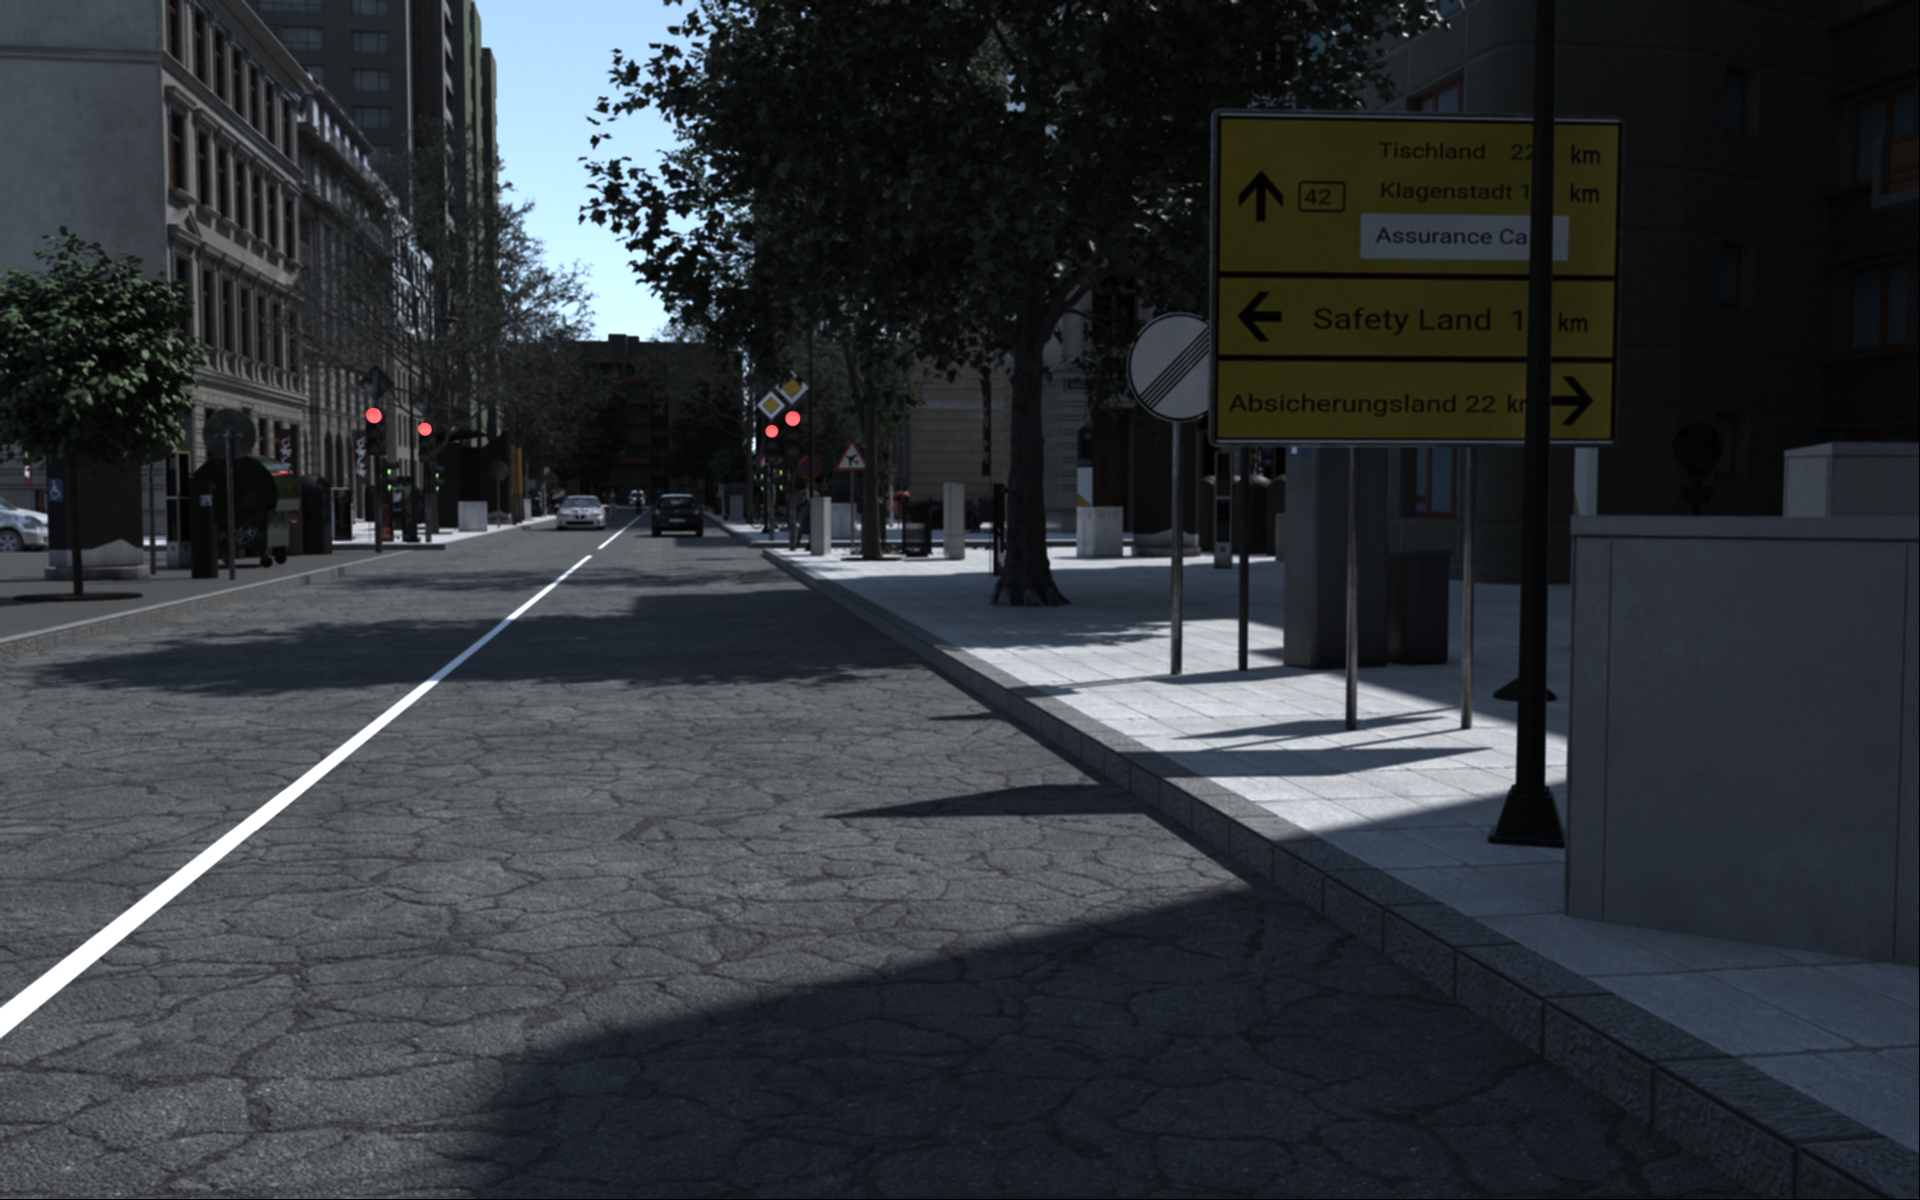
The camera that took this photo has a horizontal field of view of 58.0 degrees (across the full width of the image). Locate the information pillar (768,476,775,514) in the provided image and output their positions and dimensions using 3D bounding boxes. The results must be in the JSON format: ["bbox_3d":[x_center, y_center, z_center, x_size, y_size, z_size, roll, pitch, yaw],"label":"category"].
[{"bbox_3d":[-7.259,-4.606,66.661,0.183,3.616,0.504,-2,4,-32],"label":"information pillar"}]

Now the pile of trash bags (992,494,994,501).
[{"bbox_3d":[0.339,-3.872,73.065,3.447,1.369,1.912,-1,4,-22],"label":"pile of trash bags"}]

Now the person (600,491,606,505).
[{"bbox_3d":[-41.375,-11.755,200.559,0.599,1.838,0.709,-2,4,-35],"label":"person"}]

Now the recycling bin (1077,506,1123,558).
[{"bbox_3d":[2.853,-1.395,35.366,0.722,1.027,0.722,-2,4,-26],"label":"recycling bin"}]

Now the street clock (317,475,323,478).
[{"bbox_3d":[-24.991,-3.843,67.410,0.471,2.002,0.358,-2,4,-27],"label":"street clock"}]

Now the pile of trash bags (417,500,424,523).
[{"bbox_3d":[-23.190,-4.039,75.784,1.912,1.369,3.447,-1,4,-20],"label":"pile of trash bags"}]

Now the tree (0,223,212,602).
[{"bbox_3d":[-10.855,-2.300,21.312,4.285,4.588,4.351,0,3,0],"label":"tree"}]

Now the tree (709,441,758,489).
[{"bbox_3d":[-13.430,-7.347,103.833,4.285,4.588,4.351,0,3,0],"label":"tree"}]

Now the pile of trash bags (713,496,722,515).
[{"bbox_3d":[-14.407,-6.005,107.927,1.912,1.369,3.447,0,4,-7],"label":"pile of trash bags"}]

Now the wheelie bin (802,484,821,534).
[{"bbox_3d":[-4.649,-2.886,55.096,0.693,1.594,0.980,-3,5,-41],"label":"wheelie bin"}]

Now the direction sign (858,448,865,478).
[{"bbox_3d":[-4.617,-5.694,85.088,0.876,3.537,0.379,-3,4,-37],"label":"direction sign"}]

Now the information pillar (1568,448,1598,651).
[{"bbox_3d":[5.058,-1.383,13.966,0.183,3.616,0.504,0,4,8],"label":"information pillar"}]

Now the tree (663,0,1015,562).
[{"bbox_3d":[-1.874,-6.562,33.040,9.928,11.665,9.643,0,3,0],"label":"tree"}]

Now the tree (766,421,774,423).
[{"bbox_3d":[-10.518,-9.865,111.662,4.737,8.622,4.395,0,3,0],"label":"tree"}]

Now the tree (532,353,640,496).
[{"bbox_3d":[-34.705,-15.566,161.158,9.857,13.997,8.962,0,3,0],"label":"tree"}]

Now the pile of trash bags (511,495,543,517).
[{"bbox_3d":[-24.376,-5.256,95.683,1.912,1.369,3.447,0,4,5],"label":"pile of trash bags"}]

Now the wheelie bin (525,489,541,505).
[{"bbox_3d":[-25.071,-5.730,101.593,0.693,1.594,0.980,1,4,22],"label":"wheelie bin"}]

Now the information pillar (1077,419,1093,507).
[{"bbox_3d":[3.875,-3.799,53.464,0.504,3.616,0.183,1,4,22],"label":"information pillar"}]

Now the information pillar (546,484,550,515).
[{"bbox_3d":[-25.533,-6.270,107.003,0.304,2.012,0.304,-1,4,-17],"label":"information pillar"}]

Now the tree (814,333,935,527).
[{"bbox_3d":[-2.883,-7.116,66.715,4.737,8.622,4.395,0,3,0],"label":"tree"}]

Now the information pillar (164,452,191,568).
[{"bbox_3d":[-13.617,-1.571,30.174,0.304,2.012,0.304,1,4,20],"label":"information pillar"}]

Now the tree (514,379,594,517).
[{"bbox_3d":[-23.237,-9.018,97.803,4.360,8.622,3.978,0,3,0],"label":"tree"}]

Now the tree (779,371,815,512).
[{"bbox_3d":[-6.860,-8.431,88.216,4.737,8.622,4.395,0,3,0],"label":"tree"}]

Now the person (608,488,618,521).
[{"bbox_3d":[-18.803,-5.183,93.796,0.519,1.759,0.362,0,4,-1],"label":"person"}]

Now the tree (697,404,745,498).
[{"bbox_3d":[-19.224,-11.466,137.833,4.360,8.622,3.978,0,3,0],"label":"tree"}]

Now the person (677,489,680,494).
[{"bbox_3d":[-21.857,-7.716,134.660,0.705,1.823,1.348,0,4,2],"label":"person"}]

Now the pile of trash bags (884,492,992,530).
[{"bbox_3d":[-0.894,-3.272,63.243,3.447,1.369,1.912,2,4,27],"label":"pile of trash bags"}]

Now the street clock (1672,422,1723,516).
[{"bbox_3d":[7.483,-0.798,17.611,0.471,2.002,0.358,2,4,25],"label":"street clock"}]

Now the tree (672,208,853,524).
[{"bbox_3d":[-8.842,-9.980,73.535,12.009,13.543,11.850,0,3,0],"label":"tree"}]

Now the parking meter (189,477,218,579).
[{"bbox_3d":[-11.520,-1.099,26.381,0.372,1.533,0.369,0,3,0],"label":"parking meter"}]

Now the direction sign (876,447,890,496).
[{"bbox_3d":[-3.816,-5.628,84.016,0.876,3.537,0.379,1,4,11],"label":"direction sign"}]

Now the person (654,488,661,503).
[{"bbox_3d":[-19.757,-6.448,113.702,0.755,1.850,0.659,-1,4,-10],"label":"person"}]

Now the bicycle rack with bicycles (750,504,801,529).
[{"bbox_3d":[-6.336,-3.098,64.039,2.925,0.926,2.852,-1,4,-20],"label":"bicycle rack with bicycles"}]

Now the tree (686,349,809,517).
[{"bbox_3d":[-11.667,-9.906,96.367,7.601,10.594,8.767,-1,4,-11],"label":"tree"}]

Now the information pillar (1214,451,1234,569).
[{"bbox_3d":[4.545,-1.550,29.828,0.304,2.012,0.304,1,4,13],"label":"information pillar"}]

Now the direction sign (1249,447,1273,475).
[{"bbox_3d":[8.860,-3.643,51.562,0.876,3.537,0.379,2,4,24],"label":"direction sign"}]

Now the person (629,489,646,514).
[{"bbox_3d":[-23.288,-7.147,125.333,1.348,1.826,0.705,-2,4,-35],"label":"person"}]

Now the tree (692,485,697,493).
[{"bbox_3d":[-28.070,-11.716,186.160,1.663,3.219,1.824,0,3,0],"label":"tree"}]

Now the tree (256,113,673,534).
[{"bbox_3d":[-16.773,-8.862,55.258,12.009,13.543,11.850,0,3,0],"label":"tree"}]

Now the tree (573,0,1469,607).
[{"bbox_3d":[0.787,-6.282,19.718,9.611,12.733,9.660,0,3,0],"label":"tree"}]

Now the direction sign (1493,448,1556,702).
[{"bbox_3d":[3.543,-1.148,10.763,0.876,3.537,0.379,-1,4,-11],"label":"direction sign"}]

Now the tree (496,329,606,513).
[{"bbox_3d":[-27.474,-12.220,117.928,7.486,12.596,7.792,0,3,0],"label":"tree"}]

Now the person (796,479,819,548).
[{"bbox_3d":[-3.809,-2.140,43.456,0.622,1.834,0.822,-2,4,-24],"label":"person"}]

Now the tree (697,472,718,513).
[{"bbox_3d":[-16.403,-7.509,117.366,1.663,3.219,1.824,0,3,0],"label":"tree"}]
